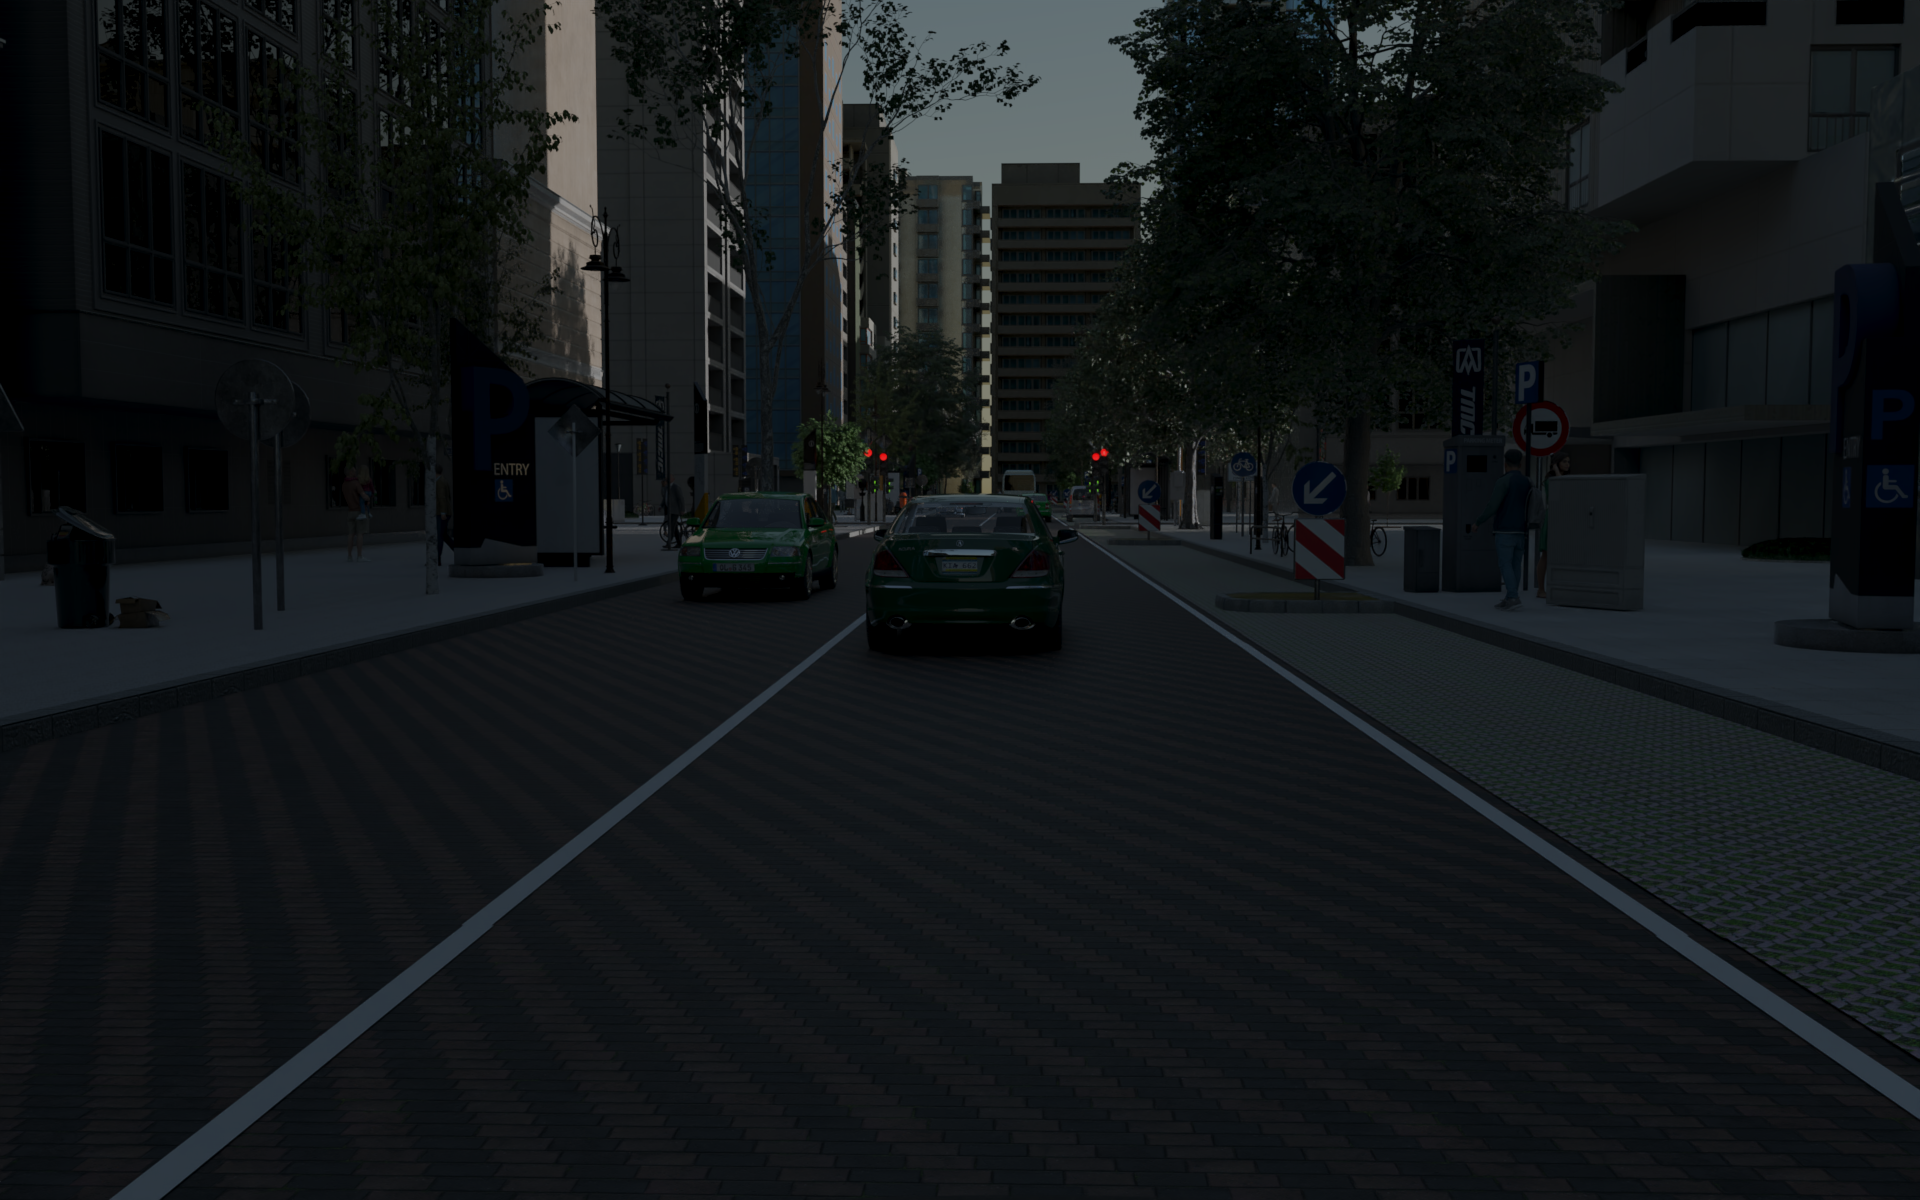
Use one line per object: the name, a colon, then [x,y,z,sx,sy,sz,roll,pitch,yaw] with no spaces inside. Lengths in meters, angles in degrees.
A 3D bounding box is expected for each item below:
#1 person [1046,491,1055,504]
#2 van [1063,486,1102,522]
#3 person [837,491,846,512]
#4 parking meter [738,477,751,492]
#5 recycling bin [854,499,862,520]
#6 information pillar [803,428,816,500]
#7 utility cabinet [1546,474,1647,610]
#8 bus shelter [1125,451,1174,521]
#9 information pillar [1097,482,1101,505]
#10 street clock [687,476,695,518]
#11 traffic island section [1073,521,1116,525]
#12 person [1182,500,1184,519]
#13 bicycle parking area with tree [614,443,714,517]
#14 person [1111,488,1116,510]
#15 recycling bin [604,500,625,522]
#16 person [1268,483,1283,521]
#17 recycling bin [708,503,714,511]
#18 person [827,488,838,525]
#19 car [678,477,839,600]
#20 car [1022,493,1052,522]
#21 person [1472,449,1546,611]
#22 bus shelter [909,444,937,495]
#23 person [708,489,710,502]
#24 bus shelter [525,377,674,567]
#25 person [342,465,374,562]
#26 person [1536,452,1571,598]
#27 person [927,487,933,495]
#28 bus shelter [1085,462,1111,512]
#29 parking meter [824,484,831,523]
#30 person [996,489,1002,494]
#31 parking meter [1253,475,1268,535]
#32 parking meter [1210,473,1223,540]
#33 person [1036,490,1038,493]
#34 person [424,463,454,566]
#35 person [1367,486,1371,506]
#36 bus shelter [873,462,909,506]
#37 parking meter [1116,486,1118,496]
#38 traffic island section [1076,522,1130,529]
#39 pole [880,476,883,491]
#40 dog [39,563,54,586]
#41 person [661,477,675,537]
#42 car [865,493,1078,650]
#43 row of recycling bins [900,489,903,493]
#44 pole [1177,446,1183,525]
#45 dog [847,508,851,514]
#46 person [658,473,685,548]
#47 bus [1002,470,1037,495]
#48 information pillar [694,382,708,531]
person: [8.119,-9.093,157.858,1.217,1.739,0.721,0,4,2]
van: [6.337,-5.026,89.181,2.013,2.044,4.112,0,4,2]
person: [-8.266,-7.030,121.076,0.635,1.810,0.391,-2,4,-26]
parking meter: [-7.181,-3.183,57.750,0.399,1.863,0.255,-2,4,-35]
recycling bin: [-4.802,-4.519,86.434,0.722,1.027,0.722,2,4,27]
information pillar: [-5.318,-4.293,61.550,0.504,3.616,0.183,2,4,23]
utility cabinet: [7.104,-0.656,19.403,0.318,1.500,1.173,-2,4,-24]
bus shelter: [9.234,-5.568,84.959,2.014,3.302,5.546,0,4,2]
information pillar: [9.473,-7.800,118.882,0.504,3.616,0.183,3,5,40]
street clock: [-10.735,-3.991,69.820,0.471,2.002,0.358,1,4,13]
traffic island section: [6.221,-3.489,79.329,2.009,0.180,2.903,0,4,2]
person: [10.614,-4.696,82.848,0.660,1.820,0.620,-1,4,-17]
bicycle parking area with tree: [-16.898,-6.755,97.450,8.231,4.147,9.016,2,4,26]
person: [12.112,-8.039,137.831,0.721,1.781,0.623,2,4,35]
recycling bin: [-16.060,-4.149,80.394,0.722,1.027,0.722,3,4,38]
person: [14.785,-4.602,81.407,0.853,1.813,0.709,2,4,23]
recycling bin: [-6.581,-2.171,48.056,0.722,1.027,0.722,1,4,11]
person: [-5.170,-3.900,70.146,0.444,1.785,0.601,3,5,45]
car: [-2.836,-0.987,24.935,1.959,1.807,4.718,0,4,3]
car: [3.777,-4.909,89.051,1.959,1.807,4.718,0,4,1]
person: [6.098,-0.780,19.145,0.623,1.781,0.721,-3,4,-36]
bus shelter: [-2.971,-10.095,142.688,2.179,5.291,8.768,0,4,2]
person: [-12.150,-4.696,82.632,0.655,1.846,0.447,-2,4,-26]
bus shelter: [-6.948,-2.378,32.806,2.014,3.302,5.546,0,4,2]
person: [-11.350,-1.631,32.681,0.580,1.828,0.573,-1,4,-19]
person: [7.351,-0.916,21.270,0.600,1.795,0.529,-3,4,-38]
person: [-2.227,-7.766,133.216,0.606,1.804,0.583,3,4,37]
bus shelter: [10.307,-8.408,128.747,1.731,3.624,6.357,0,4,2]
parking meter: [-5.535,-4.052,71.966,0.255,1.863,0.399,-3,5,-45]
person: [2.856,-7.311,128.134,0.679,1.850,0.850,3,5,45]
parking meter: [9.405,-2.963,54.163,0.255,1.863,0.399,-3,5,-39]
parking meter: [7.227,-2.636,48.805,0.255,1.863,0.399,-1,4,-13]
person: [7.334,-9.665,166.531,0.705,1.824,1.348,0,4,-6]
person: [-9.247,-1.534,31.032,0.836,1.842,0.656,-3,5,-40]
person: [18.753,-4.532,80.810,0.598,1.740,0.731,3,5,43]
bus shelter: [-4.461,-7.210,111.814,2.014,3.302,5.546,0,4,2]
parking meter: [11.484,-7.321,125.404,0.255,1.863,0.399,-1,4,-18]
traffic island section: [5.945,-3.001,71.349,2.009,0.180,2.903,0,4,2]
pole: [-3.857,-5.599,85.384,0.158,3.312,0.155,0,3,0]
dog: [-12.734,-0.615,24.435,0.800,0.831,0.513,1,4,22]
person: [-8.615,-2.758,51.416,0.573,1.790,0.520,-2,4,-27]
car: [0.129,-0.343,17.409,2.131,1.459,4.920,0,4,3]
row of recycling bins: [-4.449,-7.492,129.599,1.069,1.692,3.534,0,4,0]
pole: [8.967,-4.697,70.647,0.158,3.312,0.155,0,3,0]
dog: [-6.955,-5.633,109.836,0.550,0.427,0.748,2,4,31]
person: [-6.796,-2.089,40.598,0.661,1.777,0.834,2,4,31]
bus: [4.791,-8.854,139.619,2.948,3.499,13.247,0,4,2]
information pillar: [-5.382,-2.729,35.966,0.183,3.616,0.504,-2,4,-35]
